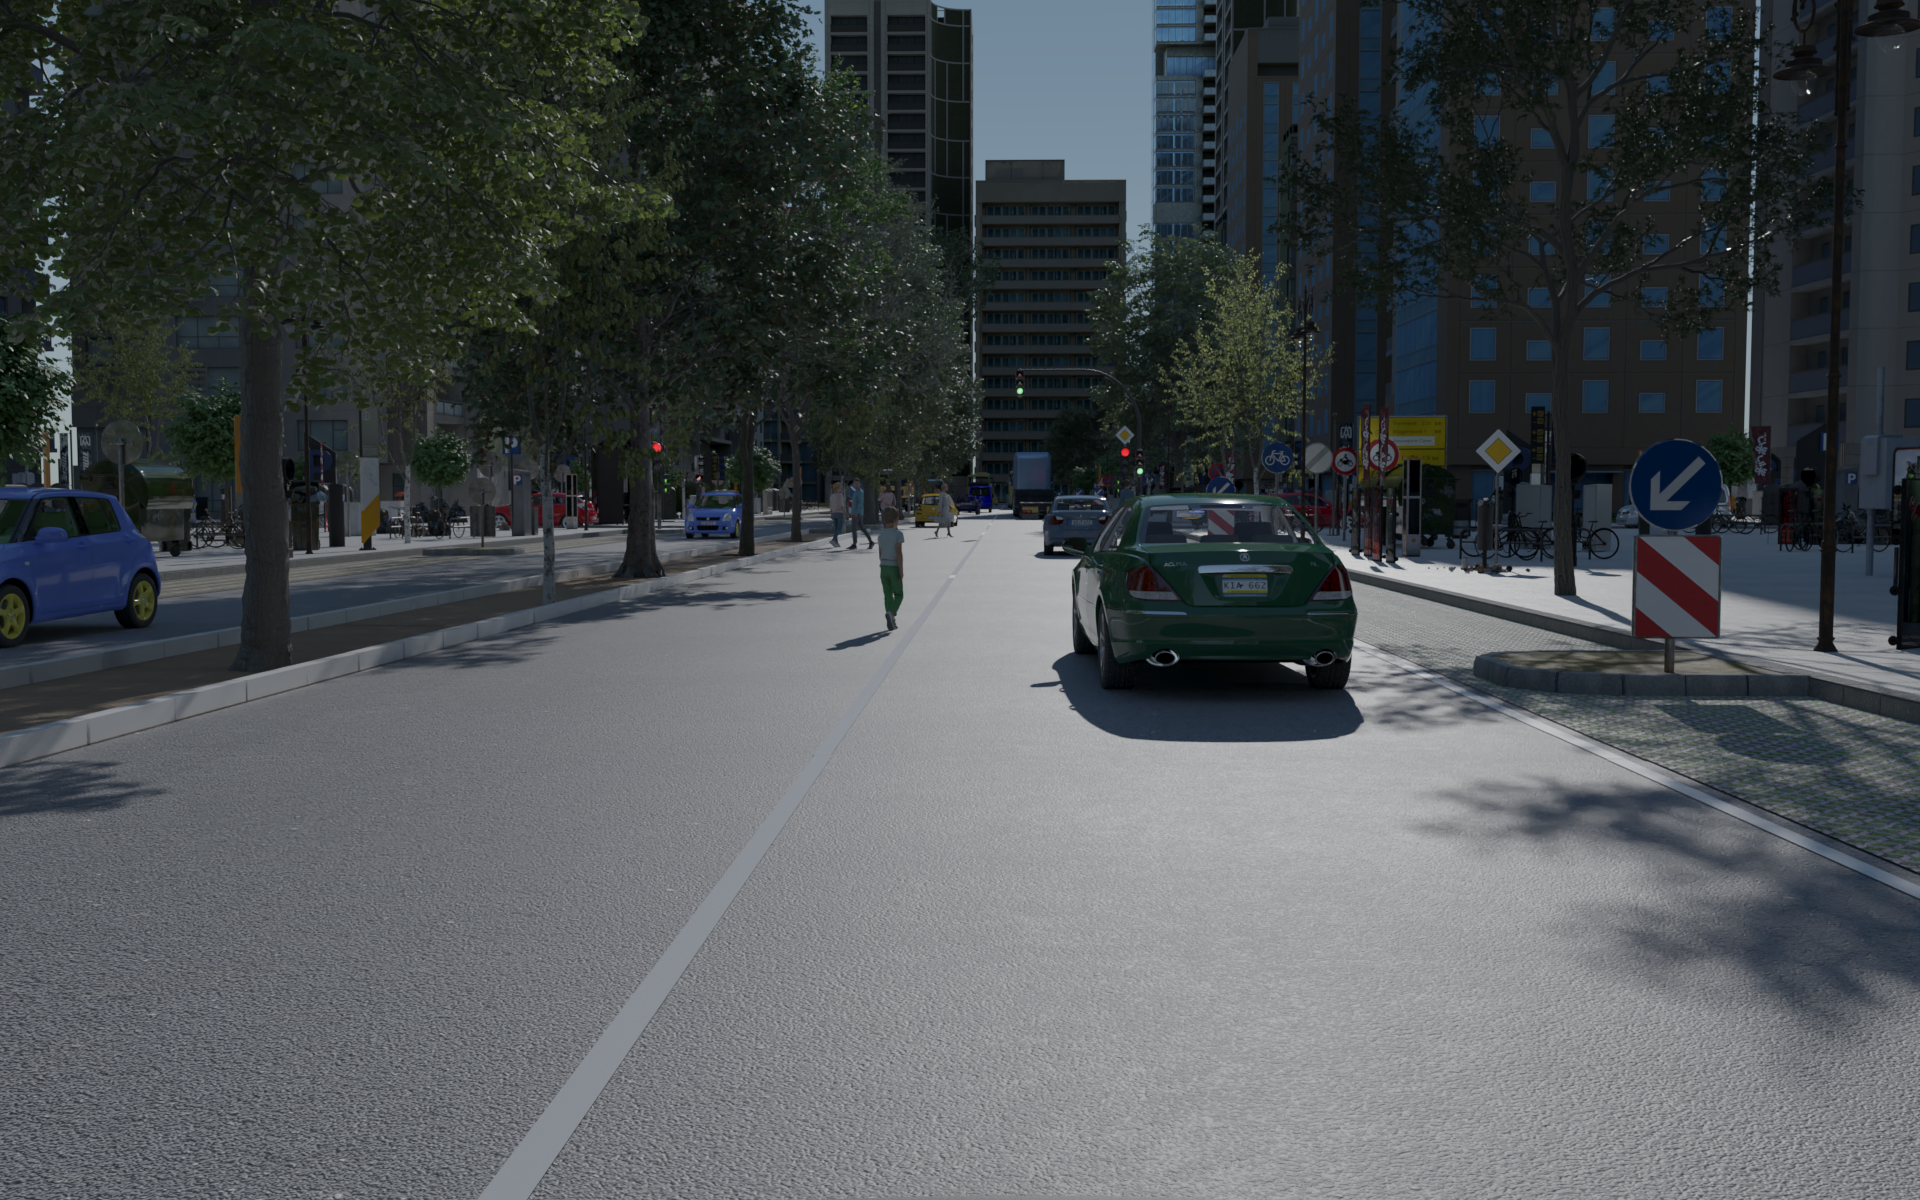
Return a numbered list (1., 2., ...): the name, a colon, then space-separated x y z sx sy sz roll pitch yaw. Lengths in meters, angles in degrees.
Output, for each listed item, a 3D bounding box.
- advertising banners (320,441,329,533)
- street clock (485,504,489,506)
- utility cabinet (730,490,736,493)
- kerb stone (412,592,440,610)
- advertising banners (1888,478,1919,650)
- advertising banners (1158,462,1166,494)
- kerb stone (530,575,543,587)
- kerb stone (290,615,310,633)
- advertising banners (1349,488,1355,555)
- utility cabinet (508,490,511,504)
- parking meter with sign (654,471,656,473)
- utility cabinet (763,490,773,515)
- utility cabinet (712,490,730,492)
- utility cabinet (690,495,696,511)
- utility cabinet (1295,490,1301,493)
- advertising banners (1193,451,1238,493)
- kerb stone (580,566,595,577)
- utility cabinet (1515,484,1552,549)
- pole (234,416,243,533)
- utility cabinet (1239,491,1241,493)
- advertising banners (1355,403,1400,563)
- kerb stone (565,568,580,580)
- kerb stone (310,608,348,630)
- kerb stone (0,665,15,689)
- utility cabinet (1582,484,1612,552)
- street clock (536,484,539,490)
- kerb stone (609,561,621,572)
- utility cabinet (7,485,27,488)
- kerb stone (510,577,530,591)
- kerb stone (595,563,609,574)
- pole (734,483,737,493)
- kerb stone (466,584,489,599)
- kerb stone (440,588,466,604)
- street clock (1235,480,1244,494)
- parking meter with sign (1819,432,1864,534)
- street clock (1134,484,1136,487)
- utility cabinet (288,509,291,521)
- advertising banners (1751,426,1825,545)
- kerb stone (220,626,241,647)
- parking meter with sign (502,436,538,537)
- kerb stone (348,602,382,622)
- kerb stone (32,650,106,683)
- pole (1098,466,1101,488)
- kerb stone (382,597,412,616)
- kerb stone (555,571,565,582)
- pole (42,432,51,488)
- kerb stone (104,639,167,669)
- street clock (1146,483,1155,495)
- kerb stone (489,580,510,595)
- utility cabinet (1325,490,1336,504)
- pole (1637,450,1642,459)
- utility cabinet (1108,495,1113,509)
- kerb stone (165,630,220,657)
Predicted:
1. advertising banners: -21.287 -3.787 58.101 0.090 3.025 2.074 -1 4 -12
2. street clock: -24.139 -5.127 88.391 0.358 2.002 0.471 3 5 44
3. utility cabinet: -13.007 -5.393 96.855 0.318 1.500 1.173 -3 5 -41
4. kerb stone: -6.779 0.029 21.723 0.120 0.150 1.000 0 4 2
5. advertising banners: 8.511 -1.132 14.700 2.074 3.025 0.090 -2 4 -34
6. advertising banners: 11.733 -6.042 94.979 2.074 3.025 0.090 -1 4 -21
7. kerb stone: -6.629 -0.284 26.844 0.120 0.150 1.000 0 4 2
8. kerb stone: -6.905 0.282 17.625 0.120 0.150 1.000 0 4 2
9. advertising banners: 8.412 -2.411 35.614 0.090 3.025 2.074 0 4 -7
10. utility cabinet: -25.956 -5.692 101.745 0.318 1.500 1.173 3 5 40
11. parking meter with sign: -26.267 -9.154 145.930 0.543 3.016 1.738 0 4 4
12. utility cabinet: -11.670 -5.900 105.143 0.318 1.500 1.173 1 4 9
13. utility cabinet: -13.256 -5.302 95.371 0.318 1.500 1.173 2 4 26
14. utility cabinet: -12.560 -4.424 83.490 0.306 1.237 1.020 2 4 35
15. utility cabinet: 18.267 -5.158 93.016 0.318 1.500 1.173 2 4 24
16. advertising banners: 10.312 -4.533 70.300 2.074 3.025 0.090 2 4 33
17. kerb stone: -6.531 -0.472 29.919 0.120 0.150 1.000 0 4 2
18. utility cabinet: 13.413 -1.945 40.479 0.318 1.500 1.173 -1 4 -9
19. pole: -18.893 -3.152 45.381 0.158 3.312 0.155 0 3 0
20. utility cabinet: 16.085 -5.629 100.715 0.318 1.500 1.173 1 4 20
21. advertising banners: 7.961 -2.248 32.936 0.090 3.025 2.074 0 4 -6
22. kerb stone: -6.568 -0.409 28.890 0.120 0.150 1.000 0 4 2
23. kerb stone: -6.864 0.220 18.646 0.120 0.150 1.000 0 4 2
24. kerb stone: -7.058 0.593 12.499 0.120 0.150 1.000 0 4 2
25. utility cabinet: 14.179 -1.828 38.570 0.318 1.500 1.173 3 4 36
26. street clock: -26.639 -6.382 108.908 0.358 2.002 0.471 0 4 4
27. kerb stone: -6.472 -0.597 31.962 0.120 0.150 1.000 0 4 2
28. utility cabinet: -22.666 -1.969 40.870 0.318 1.500 1.173 3 5 41
29. kerb stone: -6.654 -0.222 25.822 0.120 0.150 1.000 0 4 2
30. kerb stone: -6.501 -0.535 30.940 0.120 0.150 1.000 0 4 2
31. pole: -14.936 -7.433 115.378 0.158 3.312 0.155 0 3 0
32. kerb stone: -6.711 -0.096 23.774 0.120 0.150 1.000 0 4 2
33. kerb stone: -6.743 -0.034 22.746 0.120 0.150 1.000 0 4 2
34. street clock: 14.682 -5.302 91.263 0.471 2.002 0.358 2 4 34
35. parking meter with sign: 24.476 -3.161 47.948 0.543 3.016 1.738 0 4 -3
36. street clock: 12.767 -7.389 125.386 0.471 2.002 0.358 0 4 -1
37. utility cabinet: -24.037 -3.104 61.915 0.306 1.237 1.020 -1 4 -18
38. advertising banners: 21.114 -2.926 44.035 0.090 3.025 2.074 -3 5 -43
39. kerb stone: -6.931 0.342 16.599 0.120 0.150 1.000 0 4 2
40. parking meter with sign: -13.406 -3.470 52.992 0.543 3.016 1.738 0 4 6
41. kerb stone: -6.835 0.154 19.673 0.120 0.150 1.000 0 4 2
42. kerb stone: -7.018 0.534 13.534 0.120 0.150 1.000 0 4 2
43. pole: 10.089 -8.047 125.405 0.158 3.312 0.155 0 3 0
44. kerb stone: -6.806 0.092 20.694 0.120 0.150 1.000 0 4 2
45. kerb stone: -6.590 -0.347 27.865 0.120 0.150 1.000 0 4 2
46. pole: -29.934 -3.851 56.803 0.158 3.312 0.155 0 3 0
47. kerb stone: -6.993 0.469 14.556 0.120 0.150 1.000 0 4 2
48. street clock: 10.946 -5.798 99.369 0.471 2.002 0.358 2 4 35
49. kerb stone: -6.685 -0.159 24.801 0.120 0.150 1.000 0 4 2
50. utility cabinet: 22.676 -5.874 104.718 1.173 1.500 0.318 2 4 31
51. pole: 31.660 -5.318 80.798 0.158 3.312 0.155 0 3 0
52. utility cabinet: 11.326 -7.496 133.721 1.020 1.237 0.306 1 4 14
53. kerb stone: -6.968 0.405 15.577 0.120 0.150 1.000 0 4 2
